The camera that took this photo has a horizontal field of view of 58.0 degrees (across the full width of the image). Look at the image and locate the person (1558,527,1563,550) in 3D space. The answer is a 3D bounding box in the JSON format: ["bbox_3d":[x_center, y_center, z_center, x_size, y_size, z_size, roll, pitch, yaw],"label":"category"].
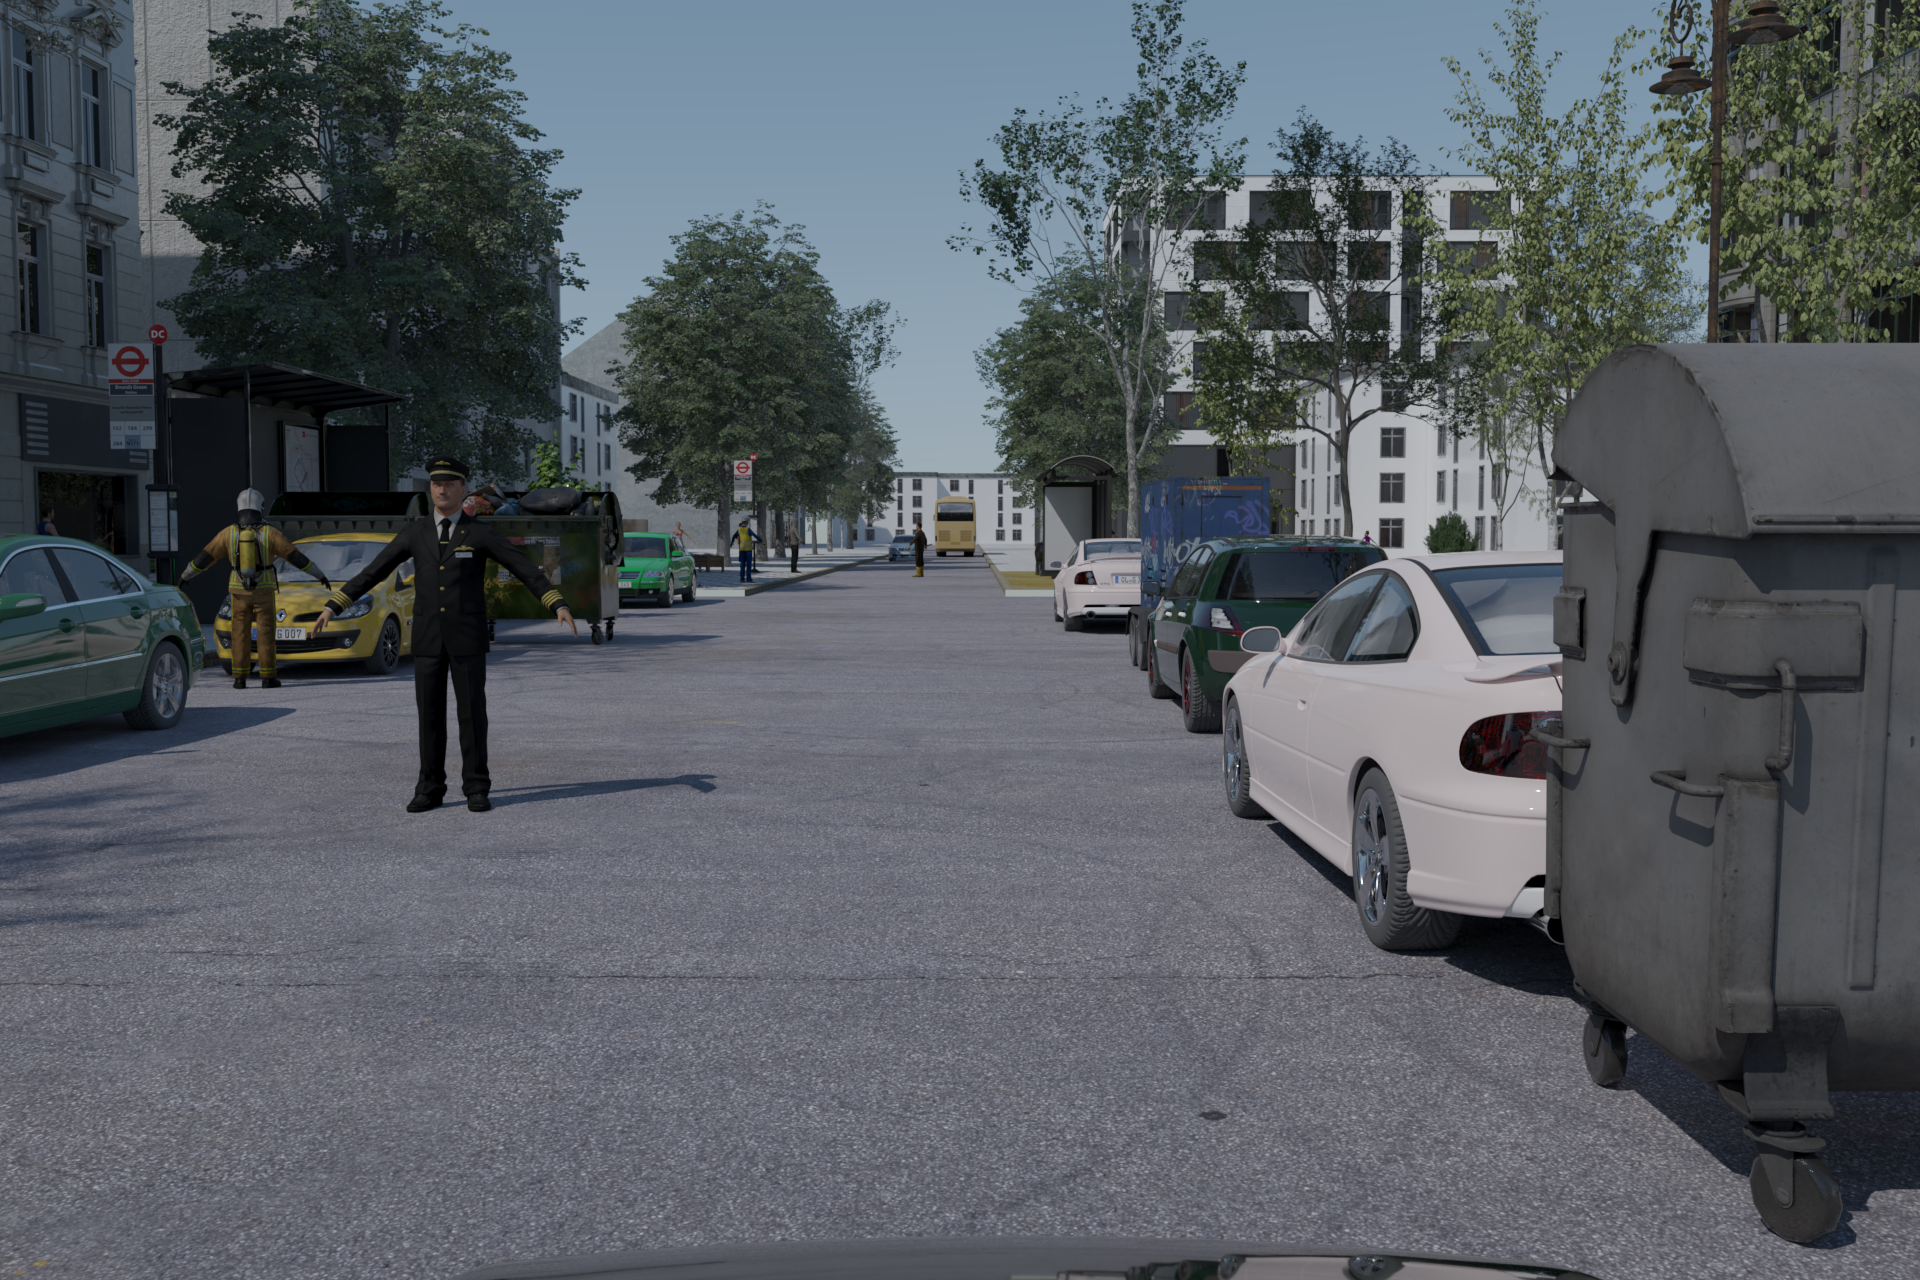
[{"bbox_3d":[16.743,-2.546,47.483,1.347,1.847,0.705,-1,4,-16],"label":"person"}]

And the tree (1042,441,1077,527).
[{"bbox_3d":[6.172,-9.378,103.689,4.360,8.622,3.978,0,3,0],"label":"tree"}]

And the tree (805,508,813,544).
[{"bbox_3d":[-20.048,-17.228,232.037,4.737,8.622,4.395,0,3,0],"label":"tree"}]

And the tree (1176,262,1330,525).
[{"bbox_3d":[7.615,-5.891,46.681,4.737,8.622,4.395,0,3,0],"label":"tree"}]

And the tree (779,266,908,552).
[{"bbox_3d":[-10.788,-16.418,124.327,12.611,20.169,13.585,0,3,0],"label":"tree"}]

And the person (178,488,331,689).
[{"bbox_3d":[-6.565,-0.481,16.093,1.354,1.858,0.705,-1,4,-12],"label":"person"}]

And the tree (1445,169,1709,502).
[{"bbox_3d":[21.094,-9.075,58.751,12.009,13.543,11.850,0,3,0],"label":"tree"}]

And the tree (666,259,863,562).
[{"bbox_3d":[-9.146,-10.619,80.273,9.857,13.997,8.962,0,3,0],"label":"tree"}]

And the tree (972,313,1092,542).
[{"bbox_3d":[8.306,-17.556,142.931,12.611,20.169,13.585,0,3,0],"label":"tree"}]

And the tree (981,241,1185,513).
[{"bbox_3d":[5.632,-10.426,77.125,9.857,13.997,8.962,0,3,0],"label":"tree"}]

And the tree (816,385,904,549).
[{"bbox_3d":[-9.377,-14.641,146.035,9.857,13.997,8.962,0,3,0],"label":"tree"}]

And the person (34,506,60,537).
[{"bbox_3d":[-17.431,-1.652,33.180,1.345,1.807,0.704,3,4,36],"label":"person"}]

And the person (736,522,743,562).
[{"bbox_3d":[-9.879,-4.428,78.577,0.705,1.806,1.347,1,4,20],"label":"person"}]

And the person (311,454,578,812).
[{"bbox_3d":[-2.656,-0.037,8.999,1.347,1.837,0.705,0,4,-4],"label":"person"}]

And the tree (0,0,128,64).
[{"bbox_3d":[-12.989,-6.394,14.916,12.009,13.543,11.850,0,3,0],"label":"tree"}]

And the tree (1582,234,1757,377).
[{"bbox_3d":[16.659,-5.638,42.539,4.360,8.622,3.978,0,3,0],"label":"tree"}]

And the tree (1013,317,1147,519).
[{"bbox_3d":[6.098,-10.571,90.969,7.486,12.596,7.792,0,3,0],"label":"tree"}]

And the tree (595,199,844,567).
[{"bbox_3d":[-9.243,-9.783,66.606,9.857,13.997,8.962,0,3,0],"label":"tree"}]

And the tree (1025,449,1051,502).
[{"bbox_3d":[6.456,-10.473,121.589,4.737,8.622,4.395,0,3,0],"label":"tree"}]

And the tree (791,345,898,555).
[{"bbox_3d":[-9.038,-11.973,106.135,12.009,13.543,11.850,0,3,0],"label":"tree"}]

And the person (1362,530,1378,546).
[{"bbox_3d":[16.795,-3.788,71.206,0.599,1.433,0.991,-2,4,-35],"label":"person"}]

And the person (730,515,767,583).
[{"bbox_3d":[-5.541,-2.373,45.266,1.216,1.772,0.721,2,4,33],"label":"person"}]

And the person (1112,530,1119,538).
[{"bbox_3d":[6.157,-4.068,72.660,1.345,1.843,0.704,-1,4,-21],"label":"person"}]

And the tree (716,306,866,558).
[{"bbox_3d":[-9.721,-11.373,92.603,9.857,13.997,8.962,0,3,0],"label":"tree"}]

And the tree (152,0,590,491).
[{"bbox_3d":[-13.121,-8.106,39.185,9.857,13.997,8.962,0,3,0],"label":"tree"}]

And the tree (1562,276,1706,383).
[{"bbox_3d":[19.715,-6.107,50.217,4.737,8.622,4.395,0,3,0],"label":"tree"}]

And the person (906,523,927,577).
[{"bbox_3d":[-1.382,-3.003,57.689,0.704,1.812,1.346,2,4,27],"label":"person"}]

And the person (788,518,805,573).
[{"bbox_3d":[-5.416,-3.117,57.087,0.705,1.813,1.348,-2,4,-24],"label":"person"}]

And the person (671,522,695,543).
[{"bbox_3d":[-10.591,-3.576,65.272,1.217,1.733,0.721,-1,4,-14],"label":"person"}]

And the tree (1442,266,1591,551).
[{"bbox_3d":[14.857,-5.947,47.595,4.360,8.622,3.978,0,3,0],"label":"tree"}]

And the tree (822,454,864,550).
[{"bbox_3d":[-9.265,-11.440,137.402,4.360,8.622,3.978,0,3,0],"label":"tree"}]

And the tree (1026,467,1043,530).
[{"bbox_3d":[6.339,-10.054,114.753,4.360,8.622,3.978,0,3,0],"label":"tree"}]

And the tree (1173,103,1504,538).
[{"bbox_3d":[8.315,-6.336,38.002,7.601,10.594,8.767,1,4,21],"label":"tree"}]

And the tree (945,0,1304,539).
[{"bbox_3d":[5.872,-12.602,61.936,12.611,20.169,13.585,0,3,0],"label":"tree"}]
